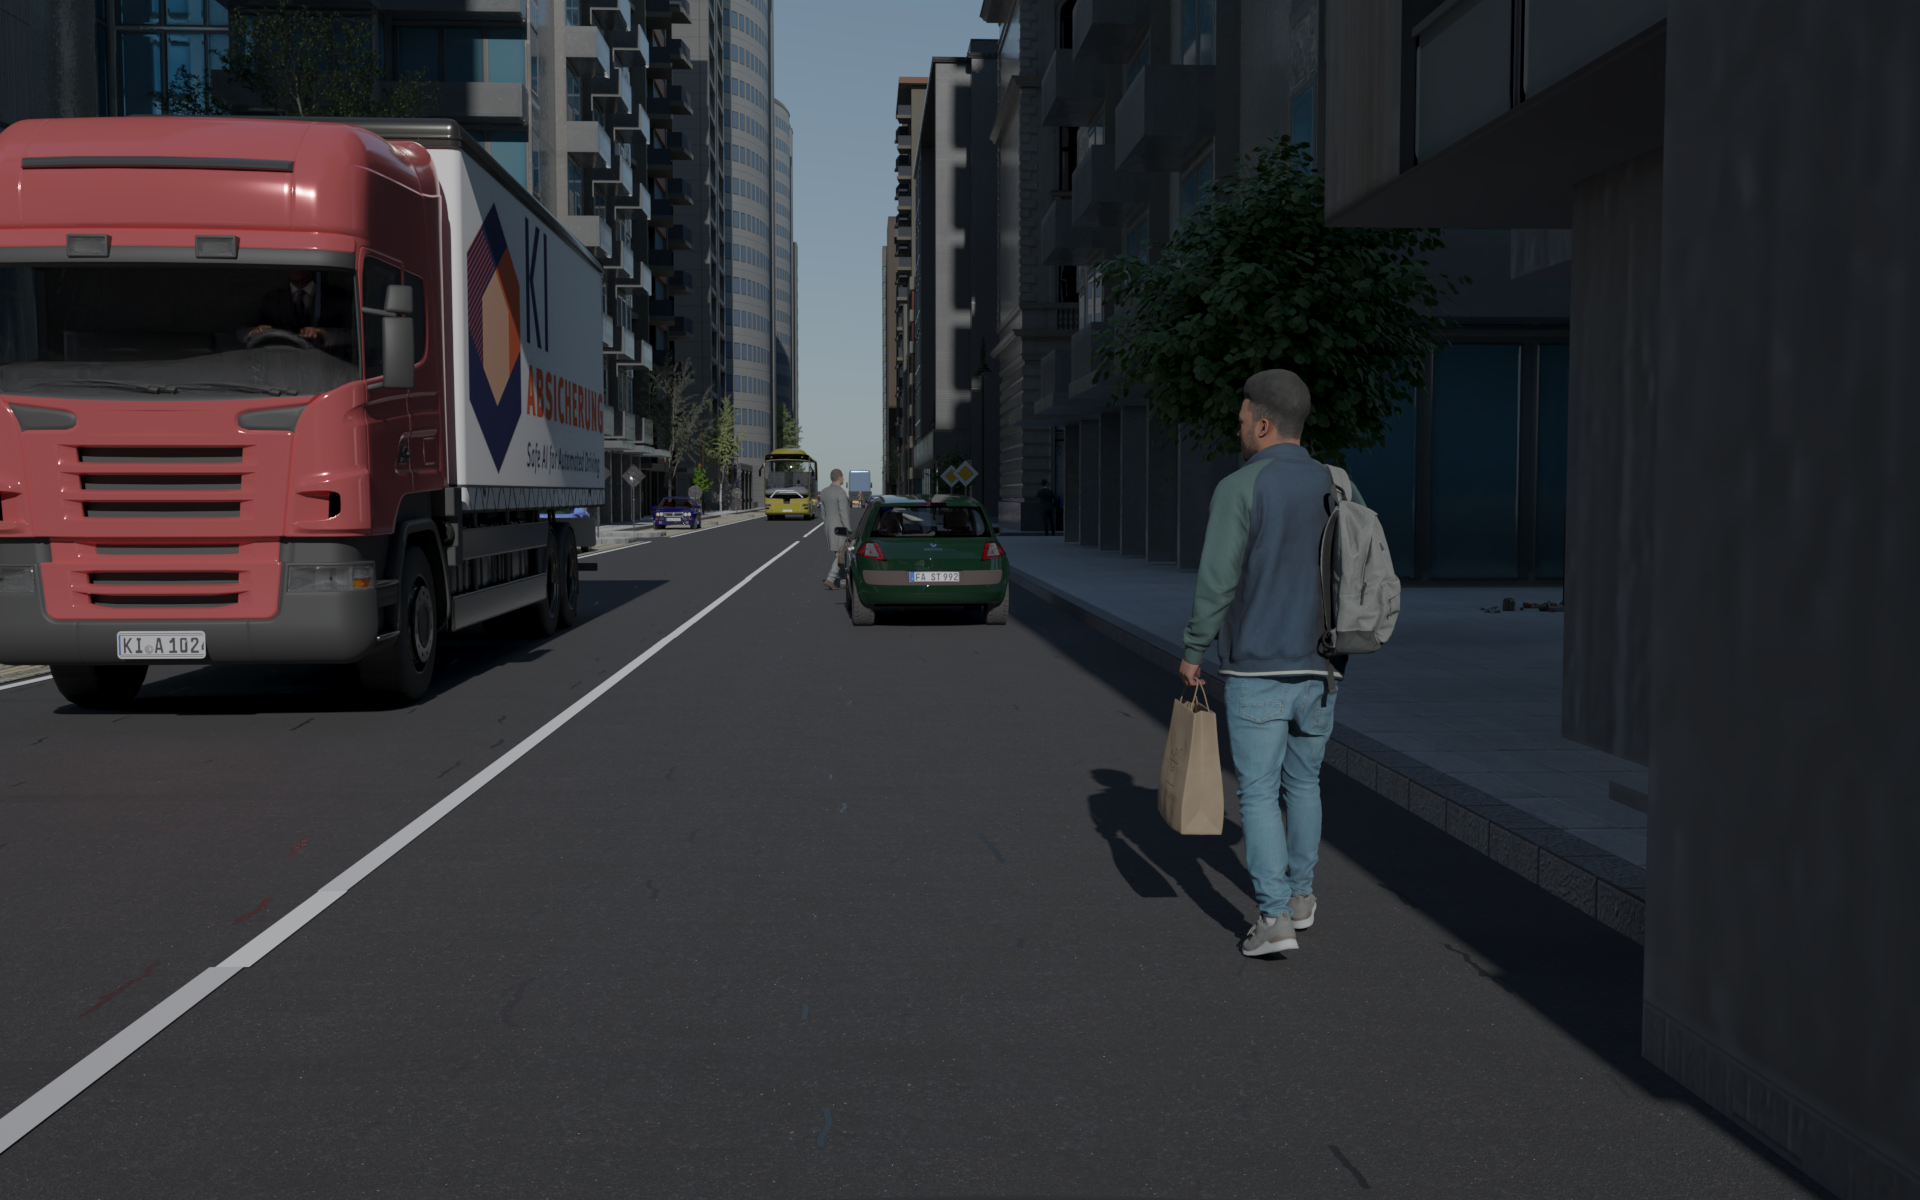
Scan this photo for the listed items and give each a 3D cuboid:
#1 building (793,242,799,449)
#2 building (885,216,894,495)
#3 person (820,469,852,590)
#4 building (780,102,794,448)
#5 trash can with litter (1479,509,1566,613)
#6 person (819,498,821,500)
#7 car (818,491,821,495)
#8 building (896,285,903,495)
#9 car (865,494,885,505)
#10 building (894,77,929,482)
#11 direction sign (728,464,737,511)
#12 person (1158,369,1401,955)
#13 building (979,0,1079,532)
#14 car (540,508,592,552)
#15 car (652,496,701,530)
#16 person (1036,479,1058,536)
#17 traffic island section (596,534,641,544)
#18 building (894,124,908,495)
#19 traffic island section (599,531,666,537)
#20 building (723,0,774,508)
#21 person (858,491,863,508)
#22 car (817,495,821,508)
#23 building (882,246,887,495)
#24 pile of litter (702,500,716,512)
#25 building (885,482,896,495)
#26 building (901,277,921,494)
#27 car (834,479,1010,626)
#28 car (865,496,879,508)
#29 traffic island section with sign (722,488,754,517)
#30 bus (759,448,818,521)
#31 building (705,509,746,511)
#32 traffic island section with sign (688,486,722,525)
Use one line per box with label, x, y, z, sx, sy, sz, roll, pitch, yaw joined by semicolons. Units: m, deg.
building;-32.732;-36.037;272.802;14.154;41.232;14.086;0;4;-3
building;-4.392;-37.977;271.034;14.600;45.320;14.200;0;4;-3
person;-1.797;-1.064;26.002;0.767;1.812;0.694;-3;5;-40
building;-35.179;-43.363;250.976;21.231;58.520;28.212;0;4;-3
trash can with litter;6.580;-0.506;19.325;2.233;1.210;1.678;-2;4;-26
person;-11.343;-8.454;146.817;1.348;1.812;0.705;2;4;25
car;-16.295;-12.118;206.794;2.281;1.827;5.304;0;4;-4
building;-1.587;-28.204;232.842;14.160;30.474;14.107;0;4;-3
car;-5.795;-6.819;123.500;2.014;1.417;4.499;0;4;-3
building;4.332;-32.219;181.398;22.147;44.769;28.867;0;4;-3
direction sign;-17.317;-8.564;132.010;0.379;3.537;0.876;3;4;37
person;0.962;0.184;5.482;0.794;1.824;0.713;0;4;-2
building;11.024;-14.370;63.828;19.941;23.489;11.050;0;4;-3
car;-9.845;-1.936;41.247;1.945;1.707;3.694;0;4;-3
car;-11.472;-3.533;70.337;1.945;1.354;3.894;0;4;-4
person;2.720;-2.857;54.575;0.648;1.900;0.474;-1;4;-18
traffic island section;-10.589;-1.732;50.597;2.009;0.180;2.903;0;4;-3
building;0.051;-33.814;202.972;14.600;45.320;14.200;0;4;-3
traffic island section;-11.042;-2.219;58.569;2.009;0.180;2.903;0;4;-3
building;-29.118;-38.255;167.468;21.231;58.520;28.212;0;4;-3
person;-9.930;-10.057;173.454;0.617;1.759;0.750;-1;4;-20
car;-12.761;-8.570;152.694;1.945;1.354;3.894;0;4;-4
building;-5.828;-36.861;286.275;14.154;41.232;14.086;0;4;-3
pile of litter;-18.749;-6.910;126.948;1.719;0.858;1.176;0;4;-4
building;5.252;-34.282;252.395;32.217;40.220;23.993;0;4;-3
building;9.007;-18.838;153.036;27.650;21.520;28.899;0;4;-3
car;-0.455;-0.640;20.252;2.009;1.686;4.222;0;4;-5
car;-5.164;-6.078;111.958;1.945;1.354;3.894;0;4;-1
traffic island section with sign;-13.868;-6.079;108.025;1.989;1.847;2.006;0;4;-3
bus;-9.418;-6.450;97.006;2.896;3.916;12.252;0;4;-3
building;-27.822;-43.061;142.305;20.563;71.187;20.611;0;4;-3
traffic island section with sign;-12.293;-4.402;80.594;1.989;1.847;2.006;0;4;-3
